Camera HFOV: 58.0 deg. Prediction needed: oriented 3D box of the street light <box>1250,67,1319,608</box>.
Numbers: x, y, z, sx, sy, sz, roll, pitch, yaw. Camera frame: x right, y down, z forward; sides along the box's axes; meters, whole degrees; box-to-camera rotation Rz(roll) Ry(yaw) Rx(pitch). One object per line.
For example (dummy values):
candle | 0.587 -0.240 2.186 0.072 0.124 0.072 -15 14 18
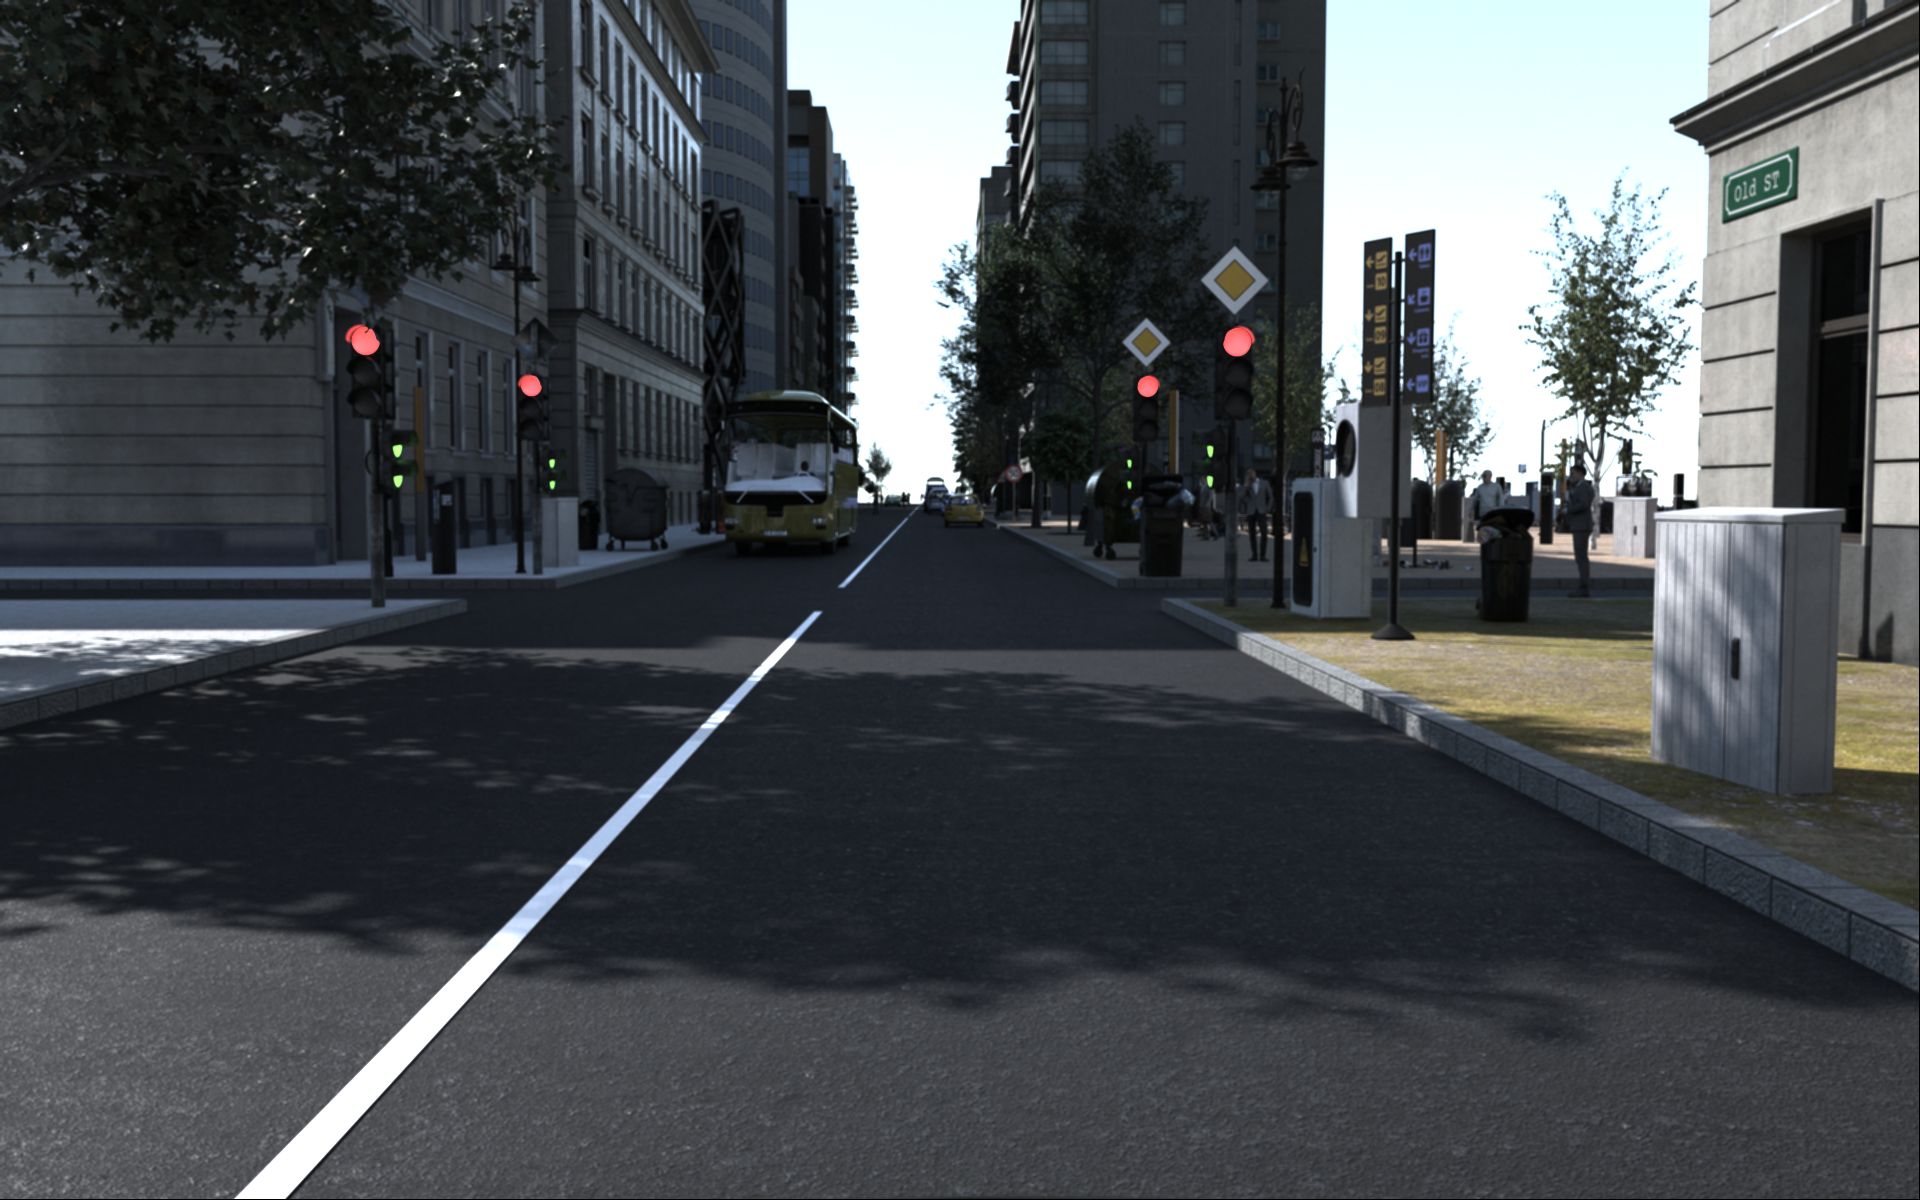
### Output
street light | 3.588 -2.848 19.350 0.468 5.910 1.993 0 4 -1

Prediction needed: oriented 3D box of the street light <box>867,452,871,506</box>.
street light | -9.887 -13.157 187.910 0.468 5.910 1.993 0 4 -1

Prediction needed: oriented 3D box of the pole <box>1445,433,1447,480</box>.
pole | 16.110 -3.905 57.693 0.158 3.312 0.155 0 3 0

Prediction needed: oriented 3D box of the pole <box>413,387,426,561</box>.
pole | -10.321 -2.399 33.064 0.158 3.312 0.155 0 3 0

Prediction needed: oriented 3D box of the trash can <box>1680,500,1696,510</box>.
trash can | 18.620 -1.971 43.873 0.748 1.137 0.748 0 3 0

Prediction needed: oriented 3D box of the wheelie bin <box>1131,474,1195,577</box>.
wheelie bin | 3.171 -1.163 26.919 0.980 1.594 0.693 0 4 -1

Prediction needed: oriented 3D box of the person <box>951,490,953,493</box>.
person | -0.840 -10.390 178.513 0.705 1.807 1.348 -1 4 -14

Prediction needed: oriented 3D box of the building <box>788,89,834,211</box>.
building | -21.528 -33.390 196.042 14.600 45.320 14.200 0 4 -1

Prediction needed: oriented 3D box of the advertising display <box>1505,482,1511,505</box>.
advertising display | 28.443 -5.200 90.228 0.123 1.923 0.974 3 5 41

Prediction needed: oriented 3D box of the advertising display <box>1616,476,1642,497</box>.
advertising display | 23.423 -3.400 60.802 0.123 1.923 0.974 -2 4 -25

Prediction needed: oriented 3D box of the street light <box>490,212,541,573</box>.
street light | -7.131 -3.374 27.956 0.468 5.910 1.993 0 4 -1

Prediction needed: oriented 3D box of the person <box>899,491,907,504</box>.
person | -7.999 -14.336 242.825 1.348 1.831 0.705 -1 4 -22

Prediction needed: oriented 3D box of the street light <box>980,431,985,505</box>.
street light | 1.591 -9.454 127.357 0.468 5.910 1.993 0 4 -1

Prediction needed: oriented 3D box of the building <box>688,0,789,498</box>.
building | -23.175 -35.101 115.899 21.231 58.520 28.212 0 4 -1

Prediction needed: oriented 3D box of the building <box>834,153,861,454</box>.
building | -25.462 -38.138 243.170 23.786 49.044 30.456 0 4 -1

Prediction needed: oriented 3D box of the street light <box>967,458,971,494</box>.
street light | 0.918 -12.612 179.001 0.468 5.910 1.993 0 4 -1

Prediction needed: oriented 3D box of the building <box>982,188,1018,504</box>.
building | 9.984 -33.643 233.664 14.154 41.232 14.086 0 4 -1

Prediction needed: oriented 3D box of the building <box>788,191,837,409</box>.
building | -19.341 -24.202 167.410 14.160 30.474 14.107 0 4 -1

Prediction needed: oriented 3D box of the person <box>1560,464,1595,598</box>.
person | 8.604 -0.970 24.166 0.447 1.846 0.655 1 4 21

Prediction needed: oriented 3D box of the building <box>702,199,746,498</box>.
building | -19.587 -13.516 88.432 16.820 18.784 16.811 0 4 -1

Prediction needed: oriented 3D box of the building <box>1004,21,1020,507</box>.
building | 15.413 -30.967 160.938 22.147 44.769 28.867 0 4 -1

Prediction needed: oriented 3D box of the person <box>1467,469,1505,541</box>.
person | 10.320 -1.681 34.006 0.782 1.767 0.515 2 4 35

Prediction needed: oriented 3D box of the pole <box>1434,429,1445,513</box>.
pole | 15.083 -3.716 54.597 0.158 3.312 0.155 0 3 0

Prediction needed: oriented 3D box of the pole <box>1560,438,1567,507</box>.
pole | 21.983 -4.235 63.093 0.158 3.312 0.155 0 3 0

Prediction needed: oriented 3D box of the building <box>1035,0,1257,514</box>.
building | 12.022 -26.568 117.985 14.154 41.232 14.086 0 4 -1

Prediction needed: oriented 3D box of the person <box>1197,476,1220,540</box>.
person | 6.808 -2.559 48.011 0.853 1.813 0.709 -2 4 -31

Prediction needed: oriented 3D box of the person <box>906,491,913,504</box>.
person | -7.127 -14.166 240.079 1.348 1.831 0.705 1 4 19

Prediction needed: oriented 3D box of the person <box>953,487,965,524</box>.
person | -0.063 -4.582 83.685 0.520 1.790 0.573 -2 4 -26

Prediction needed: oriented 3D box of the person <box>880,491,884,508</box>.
person | -7.956 -10.214 176.056 0.434 1.755 0.990 0 4 -7

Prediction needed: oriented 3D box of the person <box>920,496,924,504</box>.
person | -5.822 -15.153 259.504 1.065 1.426 0.557 2 4 30

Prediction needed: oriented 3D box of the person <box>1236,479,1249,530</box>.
person | 9.935 -3.383 61.453 0.679 1.850 0.850 0 4 2

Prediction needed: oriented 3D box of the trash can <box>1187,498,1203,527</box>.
trash can | 9.073 -3.370 66.759 0.748 1.137 0.748 0 3 0

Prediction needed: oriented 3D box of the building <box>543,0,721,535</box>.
building | -18.723 -14.142 64.513 16.112 22.955 30.059 0 4 -1

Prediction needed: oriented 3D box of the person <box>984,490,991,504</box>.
person | 3.317 -12.688 213.587 1.348 1.812 0.705 -2 4 -34

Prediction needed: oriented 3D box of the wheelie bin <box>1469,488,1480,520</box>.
wheelie bin | 25.504 -4.722 85.107 0.980 1.594 0.693 2 4 30

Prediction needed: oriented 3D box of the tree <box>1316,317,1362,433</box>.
tree | 16.789 -7.347 70.486 4.360 8.622 3.978 0 3 0

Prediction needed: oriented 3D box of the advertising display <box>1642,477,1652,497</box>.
advertising display | 26.301 -3.786 67.121 0.974 1.923 0.123 0 4 3

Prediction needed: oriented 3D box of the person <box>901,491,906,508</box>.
person | -5.816 -10.300 177.622 0.721 1.735 1.217 1 4 14

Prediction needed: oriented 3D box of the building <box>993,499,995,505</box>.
building | 20.290 -31.961 214.446 32.217 40.220 23.993 0 4 -1

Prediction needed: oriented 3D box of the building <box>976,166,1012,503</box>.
building | 13.242 -38.386 251.308 21.300 48.544 21.600 0 4 -1

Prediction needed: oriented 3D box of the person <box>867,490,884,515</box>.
person | -5.900 -6.824 120.793 1.217 1.743 0.721 1 4 14

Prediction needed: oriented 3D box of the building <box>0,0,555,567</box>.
building | -17.765 -15.499 39.308 13.634 28.700 20.117 0 4 -1

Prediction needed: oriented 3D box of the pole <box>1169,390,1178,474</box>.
pole | 4.204 -2.465 34.140 0.158 3.312 0.155 0 3 0

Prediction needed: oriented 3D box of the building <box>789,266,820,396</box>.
building | -26.535 -18.377 145.498 27.650 21.520 28.899 0 4 -1

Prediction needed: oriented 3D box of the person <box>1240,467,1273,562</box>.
person | 5.654 -1.638 33.005 0.592 1.802 0.473 2 4 32

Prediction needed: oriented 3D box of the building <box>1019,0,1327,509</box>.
building | 15.858 -31.311 135.640 21.300 48.544 21.600 0 4 -1
